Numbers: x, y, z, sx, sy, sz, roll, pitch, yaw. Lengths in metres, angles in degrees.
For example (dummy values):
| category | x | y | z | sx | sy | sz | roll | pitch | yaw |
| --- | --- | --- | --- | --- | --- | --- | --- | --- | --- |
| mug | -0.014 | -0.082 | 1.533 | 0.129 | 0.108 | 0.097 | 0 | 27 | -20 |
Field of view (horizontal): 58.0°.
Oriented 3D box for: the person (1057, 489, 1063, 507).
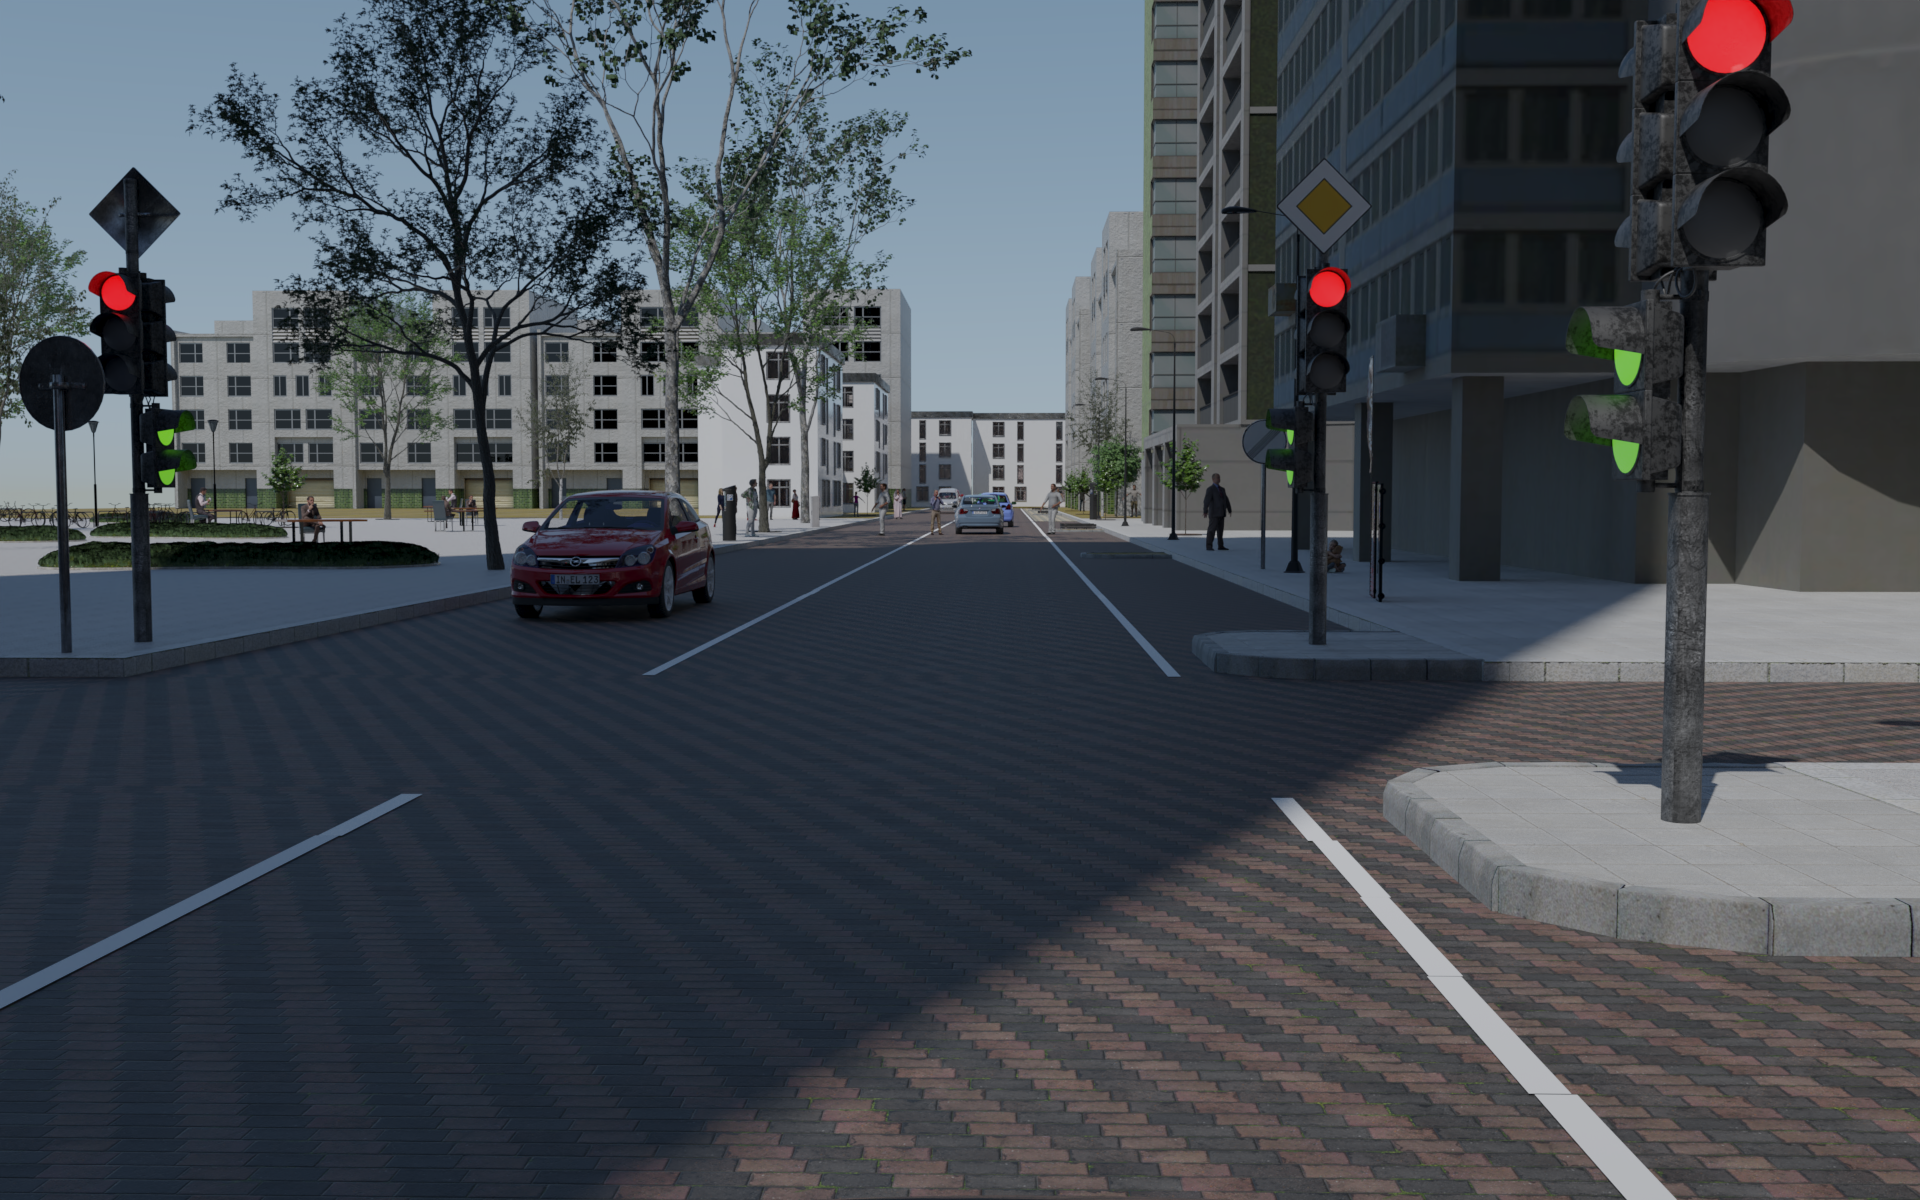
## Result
| category | x | y | z | sx | sy | sz | roll | pitch | yaw |
| --- | --- | --- | --- | --- | --- | --- | --- | --- | --- |
| person | 9.401 | -9.807 | 166.402 | 1.348 | 1.822 | 0.705 | 3 | 5 | 40 |

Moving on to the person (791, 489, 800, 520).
| category | x | y | z | sx | sy | sz | roll | pitch | yaw |
| --- | --- | --- | --- | --- | --- | --- | --- | --- | --- |
| person | -8.213 | -4.769 | 86.484 | 0.387 | 1.526 | 0.523 | 1 | 4 | 17 |

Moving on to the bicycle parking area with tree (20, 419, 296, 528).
| category | x | y | z | sx | sy | sz | roll | pitch | yaw |
| --- | --- | --- | --- | --- | --- | --- | --- | --- | --- |
| bicycle parking area with tree | -31.202 | -4.914 | 67.343 | 8.231 | 4.147 | 9.016 | 2 | 4 | 24 |

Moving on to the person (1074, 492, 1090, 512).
| category | x | y | z | sx | sy | sz | roll | pitch | yaw |
| --- | --- | --- | --- | --- | --- | --- | --- | --- | --- |
| person | 9.006 | -7.423 | 127.433 | 1.348 | 1.821 | 0.705 | 1 | 4 | 17 |

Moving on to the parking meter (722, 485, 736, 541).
| category | x | y | z | sx | sy | sz | roll | pitch | yaw |
| --- | --- | --- | --- | --- | --- | --- | --- | --- | --- |
| parking meter | -6.324 | -2.388 | 47.451 | 0.372 | 1.533 | 0.369 | 0 | 3 | 0 |

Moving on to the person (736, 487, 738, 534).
| category | x | y | z | sx | sy | sz | roll | pitch | yaw |
| --- | --- | --- | --- | --- | --- | --- | --- | --- | --- |
| person | -7.317 | -2.886 | 55.495 | 0.388 | 1.546 | 0.482 | 0 | 4 | 4 |

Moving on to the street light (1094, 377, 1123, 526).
| category | x | y | z | sx | sy | sz | roll | pitch | yaw |
| --- | --- | --- | --- | --- | --- | --- | --- | --- | --- |
| street light | 6.043 | -5.892 | 68.874 | 1.470 | 5.913 | 1.316 | 0 | 4 | 2 |

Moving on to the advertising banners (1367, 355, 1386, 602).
| category | x | y | z | sx | sy | sz | roll | pitch | yaw |
| --- | --- | --- | --- | --- | --- | --- | --- | --- | --- |
| advertising banners | 5.128 | -1.541 | 21.378 | 0.090 | 3.025 | 2.074 | 1 | 4 | 9 |

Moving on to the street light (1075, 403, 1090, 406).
| category | x | y | z | sx | sy | sz | roll | pitch | yaw |
| --- | --- | --- | --- | --- | --- | --- | --- | --- | --- |
| street light | 6.579 | -7.113 | 88.846 | 1.470 | 5.913 | 1.316 | 0 | 4 | 2 |

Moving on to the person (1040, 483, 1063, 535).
| category | x | y | z | sx | sy | sz | roll | pitch | yaw |
| --- | --- | --- | --- | --- | --- | --- | --- | --- | --- |
| person | 3.205 | -3.206 | 61.058 | 0.875 | 1.805 | 0.789 | 3 | 4 | 36 |

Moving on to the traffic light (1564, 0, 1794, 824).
| category | x | y | z | sx | sy | sz | roll | pitch | yaw |
| --- | --- | --- | --- | --- | --- | --- | --- | --- | --- |
| traffic light | 2.815 | -1.087 | 6.695 | 0.839 | 4.253 | 0.868 | 0 | 4 | 2 |

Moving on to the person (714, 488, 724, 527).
| category | x | y | z | sx | sy | sz | roll | pitch | yaw |
| --- | --- | --- | --- | --- | --- | --- | --- | --- | --- |
| person | -9.267 | -3.558 | 66.751 | 0.613 | 1.512 | 0.480 | 1 | 4 | 20 |

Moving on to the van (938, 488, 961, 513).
| category | x | y | z | sx | sy | sz | roll | pitch | yaw |
| --- | --- | --- | --- | --- | --- | --- | --- | --- | --- |
| van | -0.896 | -7.281 | 126.047 | 2.013 | 2.044 | 4.112 | 0 | 4 | 2 |

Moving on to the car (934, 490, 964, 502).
| category | x | y | z | sx | sy | sz | roll | pitch | yaw |
| --- | --- | --- | --- | --- | --- | --- | --- | --- | --- |
| car | -0.851 | -7.634 | 133.485 | 2.281 | 1.827 | 5.304 | 0 | 3 | 0 |

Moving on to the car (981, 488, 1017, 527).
| category | x | y | z | sx | sy | sz | roll | pitch | yaw |
| --- | --- | --- | --- | --- | --- | --- | --- | --- | --- |
| car | 1.501 | -4.052 | 75.843 | 1.945 | 1.707 | 3.694 | 0 | 4 | 2 |

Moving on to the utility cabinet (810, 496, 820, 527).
| category | x | y | z | sx | sy | sz | roll | pitch | yaw |
| --- | --- | --- | --- | --- | --- | --- | --- | --- | --- |
| utility cabinet | -5.634 | -3.425 | 67.156 | 0.306 | 1.237 | 1.020 | -1 | 4 | -9 |

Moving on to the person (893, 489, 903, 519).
| category | x | y | z | sx | sy | sz | roll | pitch | yaw |
| --- | --- | --- | --- | --- | --- | --- | --- | --- | --- |
| person | -3.549 | -5.480 | 98.763 | 0.551 | 1.740 | 0.621 | -2 | 4 | -34 |

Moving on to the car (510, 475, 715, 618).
| category | x | y | z | sx | sy | sz | roll | pitch | yaw |
| --- | --- | --- | --- | --- | --- | --- | --- | --- | --- |
| car | -4.213 | -0.758 | 21.436 | 2.155 | 1.783 | 4.494 | 0 | 4 | 2 |

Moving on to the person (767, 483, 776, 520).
| category | x | y | z | sx | sy | sz | roll | pitch | yaw |
| --- | --- | --- | --- | --- | --- | --- | --- | --- | --- |
| person | -9.402 | -4.861 | 85.649 | 0.598 | 1.807 | 0.434 | -1 | 4 | -12 |

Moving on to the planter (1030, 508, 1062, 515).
| category | x | y | z | sx | sy | sz | roll | pitch | yaw |
| --- | --- | --- | --- | --- | --- | --- | --- | --- | --- |
| planter | 5.874 | -5.836 | 116.566 | 1.991 | 0.319 | 1.994 | 0 | 4 | 2 |

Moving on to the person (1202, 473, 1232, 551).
| category | x | y | z | sx | sy | sz | roll | pitch | yaw |
| --- | --- | --- | --- | --- | --- | --- | --- | --- | --- |
| person | 5.883 | -2.008 | 39.418 | 0.990 | 1.755 | 0.434 | -3 | 4 | -38 |

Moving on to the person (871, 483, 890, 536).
| category | x | y | z | sx | sy | sz | roll | pitch | yaw |
| --- | --- | --- | --- | --- | --- | --- | --- | --- | --- |
| person | -2.724 | -3.107 | 59.444 | 0.789 | 1.805 | 0.875 | -2 | 4 | -30 |

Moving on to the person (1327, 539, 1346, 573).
| category | x | y | z | sx | sy | sz | roll | pitch | yaw |
| --- | --- | --- | --- | --- | --- | --- | --- | --- | --- |
| person | 6.064 | -0.714 | 28.200 | 0.357 | 0.543 | 0.381 | 3 | 5 | 43 |

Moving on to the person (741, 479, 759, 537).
| category | x | y | z | sx | sy | sz | roll | pitch | yaw |
| --- | --- | --- | --- | --- | --- | --- | --- | --- | --- |
| person | -6.257 | -2.766 | 51.997 | 0.376 | 1.734 | 0.841 | 2 | 4 | 27 |

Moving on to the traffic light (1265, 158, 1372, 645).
| category | x | y | z | sx | sy | sz | roll | pitch | yaw |
| --- | --- | --- | --- | --- | --- | --- | --- | --- | --- |
| traffic light | 3.034 | -1.575 | 14.677 | 0.839 | 4.253 | 0.868 | 0 | 4 | 2 |

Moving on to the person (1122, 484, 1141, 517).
| category | x | y | z | sx | sy | sz | roll | pitch | yaw |
| --- | --- | --- | --- | --- | --- | --- | --- | --- | --- |
| person | 9.748 | -5.562 | 96.984 | 1.348 | 1.824 | 0.705 | 1 | 4 | 16 |

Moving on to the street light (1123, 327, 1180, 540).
| category | x | y | z | sx | sy | sz | roll | pitch | yaw |
| --- | --- | --- | --- | --- | --- | --- | --- | --- | --- |
| street light | 5.417 | -4.629 | 48.217 | 1.470 | 5.913 | 1.316 | 0 | 4 | 2 |

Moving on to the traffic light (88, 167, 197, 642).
| category | x | y | z | sx | sy | sz | roll | pitch | yaw |
| --- | --- | --- | --- | --- | --- | --- | --- | --- | --- |
| traffic light | -7.084 | -1.591 | 14.938 | 0.839 | 4.253 | 0.868 | 0 | 4 | 2 |

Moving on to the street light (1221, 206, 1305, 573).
| category | x | y | z | sx | sy | sz | roll | pitch | yaw |
| --- | --- | --- | --- | --- | --- | --- | --- | --- | --- |
| street light | 4.913 | -3.398 | 28.099 | 1.470 | 5.913 | 1.316 | 0 | 4 | 2 |

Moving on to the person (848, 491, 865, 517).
| category | x | y | z | sx | sy | sz | roll | pitch | yaw |
| --- | --- | --- | --- | --- | --- | --- | --- | --- | --- |
| person | -5.778 | -5.352 | 96.775 | 0.991 | 1.433 | 0.599 | 1 | 4 | 15 |

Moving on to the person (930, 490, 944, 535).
| category | x | y | z | sx | sy | sz | roll | pitch | yaw |
| --- | --- | --- | --- | --- | --- | --- | --- | --- | --- |
| person | -0.807 | -3.054 | 60.503 | 0.516 | 1.574 | 0.319 | -1 | 4 | -23 |

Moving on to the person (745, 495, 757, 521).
| category | x | y | z | sx | sy | sz | roll | pitch | yaw |
| --- | --- | --- | --- | --- | --- | --- | --- | --- | --- |
| person | -10.129 | -4.640 | 83.780 | 0.662 | 1.594 | 0.647 | -3 | 5 | -41 |

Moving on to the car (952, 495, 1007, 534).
| category | x | y | z | sx | sy | sz | roll | pitch | yaw |
| --- | --- | --- | --- | --- | --- | --- | --- | --- | --- |
| car | 0.700 | -3.119 | 62.995 | 2.014 | 1.417 | 4.499 | 0 | 4 | 0 |

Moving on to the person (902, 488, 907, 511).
| category | x | y | z | sx | sy | sz | roll | pitch | yaw |
| --- | --- | --- | --- | --- | --- | --- | --- | --- | --- |
| person | -4.195 | -7.722 | 133.091 | 0.721 | 1.735 | 1.217 | 0 | 4 | 5 |

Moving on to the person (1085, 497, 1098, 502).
| category | x | y | z | sx | sy | sz | roll | pitch | yaw |
| --- | --- | --- | --- | --- | --- | --- | --- | --- | --- |
| person | 7.946 | -5.788 | 103.905 | 0.991 | 1.433 | 0.599 | -1 | 4 | -18 |

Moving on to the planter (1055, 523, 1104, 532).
| category | x | y | z | sx | sy | sz | roll | pitch | yaw |
| --- | --- | --- | --- | --- | --- | --- | --- | --- | --- |
| planter | 4.487 | -2.767 | 66.373 | 1.991 | 0.319 | 1.994 | 0 | 4 | 2 |
